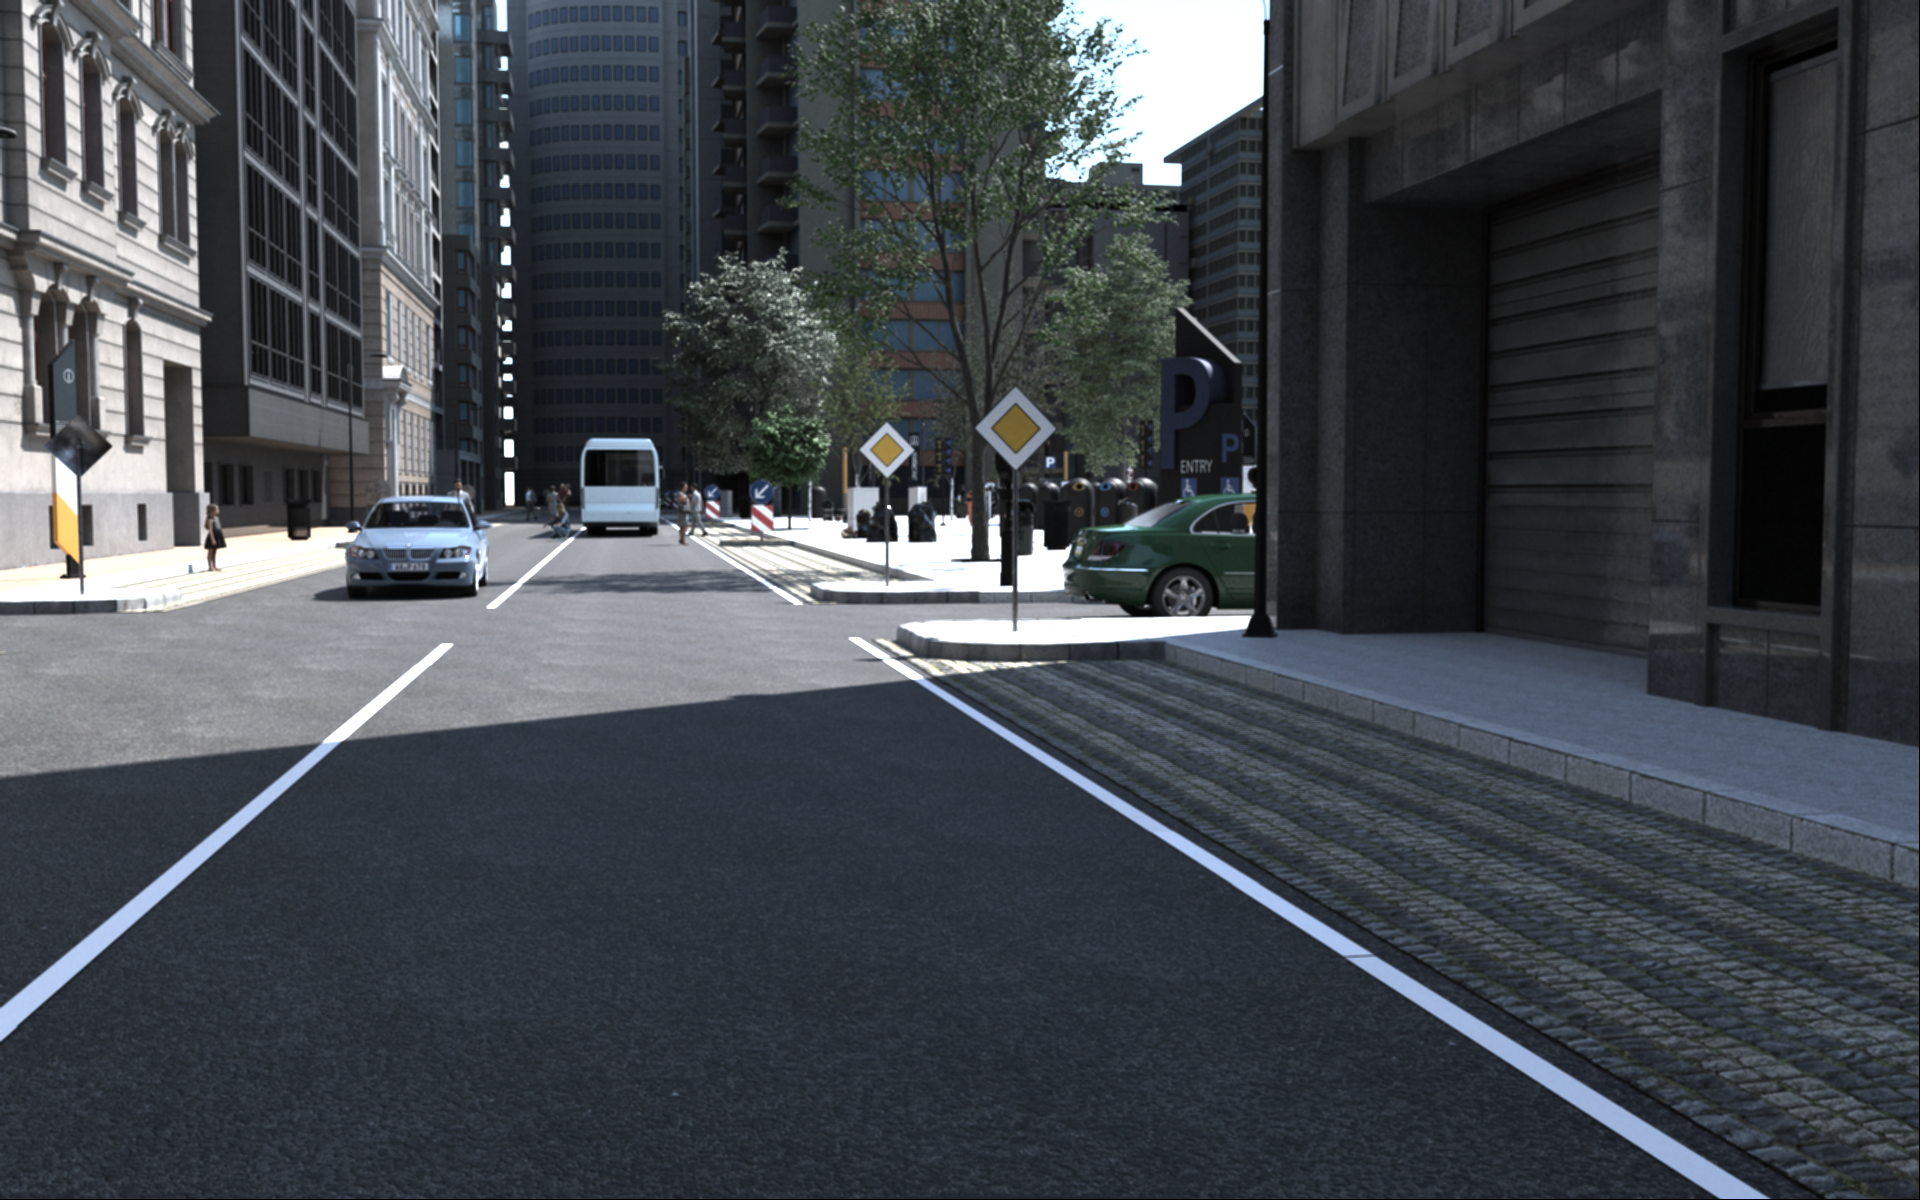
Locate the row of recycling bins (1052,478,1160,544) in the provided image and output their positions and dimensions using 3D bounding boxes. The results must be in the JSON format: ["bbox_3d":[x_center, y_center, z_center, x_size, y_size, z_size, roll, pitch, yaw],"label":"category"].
[{"bbox_3d":[4.216,-2.268,44.193,3.534,1.692,1.069,2,4,34],"label":"row of recycling bins"}]

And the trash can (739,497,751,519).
[{"bbox_3d":[-11.208,-4.822,90.489,0.748,1.137,0.748,0,3,0],"label":"trash can"}]

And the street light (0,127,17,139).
[{"bbox_3d":[-12.654,-3.026,22.011,1.470,5.913,1.316,-1,4,-11],"label":"street light"}]

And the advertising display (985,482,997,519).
[{"bbox_3d":[1.635,-5.218,90.533,0.123,1.923,0.974,-2,4,-31],"label":"advertising display"}]

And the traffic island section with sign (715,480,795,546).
[{"bbox_3d":[-5.674,-2.418,48.158,1.989,1.847,2.006,-1,4,-11],"label":"traffic island section with sign"}]

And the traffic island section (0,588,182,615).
[{"bbox_3d":[-11.192,0.015,22.041,2.009,0.180,2.903,-1,4,-11],"label":"traffic island section"}]

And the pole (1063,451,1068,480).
[{"bbox_3d":[5.023,-5.415,82.375,0.158,3.312,0.155,0,3,0],"label":"pole"}]

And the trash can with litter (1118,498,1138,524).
[{"bbox_3d":[2.653,-1.184,30.420,1.678,1.210,2.233,3,4,38],"label":"trash can with litter"}]

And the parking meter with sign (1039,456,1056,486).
[{"bbox_3d":[4.018,-5.184,81.020,0.543,3.016,1.738,-1,4,-11],"label":"parking meter with sign"}]

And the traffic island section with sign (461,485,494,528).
[{"bbox_3d":[-20.853,-3.970,73.533,1.989,1.847,2.006,-1,4,-11],"label":"traffic island section with sign"}]

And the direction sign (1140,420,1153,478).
[{"bbox_3d":[5.731,-3.752,53.334,0.379,3.537,0.876,-1,4,-20],"label":"direction sign"}]

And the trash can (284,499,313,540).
[{"bbox_3d":[-18.445,-2.243,48.327,0.748,1.137,0.748,0,3,0],"label":"trash can"}]

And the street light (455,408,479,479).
[{"bbox_3d":[-26.487,-7.366,92.969,1.470,5.913,1.316,-1,4,-11],"label":"street light"}]

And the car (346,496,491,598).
[{"bbox_3d":[-7.947,-0.831,25.585,2.014,1.417,4.499,-1,4,-13],"label":"car"}]

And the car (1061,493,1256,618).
[{"bbox_3d":[3.622,-0.486,19.743,4.920,1.459,2.131,-1,4,-9],"label":"car"}]

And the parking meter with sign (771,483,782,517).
[{"bbox_3d":[-10.389,-6.231,98.144,0.543,3.016,1.738,0,4,3],"label":"parking meter with sign"}]

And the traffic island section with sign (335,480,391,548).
[{"bbox_3d":[-15.633,-2.323,46.603,1.989,1.847,2.006,-1,4,-11],"label":"traffic island section with sign"}]

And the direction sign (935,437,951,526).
[{"bbox_3d":[-0.669,-4.731,69.342,0.379,3.537,0.876,3,5,44],"label":"direction sign"}]

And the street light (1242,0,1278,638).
[{"bbox_3d":[2.178,-2.619,15.369,1.470,5.913,1.316,-1,4,-11],"label":"street light"}]

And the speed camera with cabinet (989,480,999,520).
[{"bbox_3d":[1.570,-5.650,86.711,2.038,3.252,0.660,0,4,-4],"label":"speed camera with cabinet"}]

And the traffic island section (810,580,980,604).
[{"bbox_3d":[-0.989,-0.106,24.007,2.009,0.180,2.903,-1,4,-11],"label":"traffic island section"}]

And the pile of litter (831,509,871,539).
[{"bbox_3d":[-2.956,-2.217,50.216,1.719,0.858,1.176,-1,4,-20],"label":"pile of litter"}]

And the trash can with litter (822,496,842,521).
[{"bbox_3d":[-6.094,-4.383,83.043,1.055,1.170,0.624,1,4,14],"label":"trash can with litter"}]

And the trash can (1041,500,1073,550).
[{"bbox_3d":[2.230,-1.727,39.890,0.748,1.137,0.748,0,3,0],"label":"trash can"}]

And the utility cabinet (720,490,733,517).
[{"bbox_3d":[-12.753,-5.258,94.654,0.318,1.500,1.173,-2,4,-26],"label":"utility cabinet"}]

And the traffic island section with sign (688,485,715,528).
[{"bbox_3d":[-10.812,-4.036,74.621,1.989,1.847,2.006,-1,4,-11],"label":"traffic island section with sign"}]

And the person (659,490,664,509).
[{"bbox_3d":[-28.402,-9.527,164.136,0.709,1.838,0.599,2,4,33],"label":"person"}]

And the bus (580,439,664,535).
[{"bbox_3d":[-12.419,-4.230,64.017,2.948,3.499,13.247,-1,4,-10],"label":"bus"}]

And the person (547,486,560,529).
[{"bbox_3d":[-16.768,-3.852,71.845,0.716,1.782,0.532,0,4,-3],"label":"person"}]

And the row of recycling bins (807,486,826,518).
[{"bbox_3d":[-7.697,-5.244,92.846,1.069,1.692,3.534,0,4,-6],"label":"row of recycling bins"}]

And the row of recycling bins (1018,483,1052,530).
[{"bbox_3d":[3.649,-3.376,62.316,3.534,1.692,1.069,2,4,30],"label":"row of recycling bins"}]

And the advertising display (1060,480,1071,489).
[{"bbox_3d":[5.177,-4.633,80.963,0.974,1.923,0.123,1,4,13],"label":"advertising display"}]

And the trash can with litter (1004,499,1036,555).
[{"bbox_3d":[1.284,-1.534,36.464,0.624,1.170,1.055,0,4,7],"label":"trash can with litter"}]

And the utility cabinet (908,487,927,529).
[{"bbox_3d":[-1.295,-2.681,52.515,0.318,1.500,1.173,1,4,12],"label":"utility cabinet"}]

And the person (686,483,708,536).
[{"bbox_3d":[-8.933,-3.050,58.639,0.850,1.792,0.678,1,4,10],"label":"person"}]

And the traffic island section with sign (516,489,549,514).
[{"bbox_3d":[-30.360,-6.969,122.566,1.989,1.847,2.006,-1,4,-11],"label":"traffic island section with sign"}]

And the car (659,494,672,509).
[{"bbox_3d":[-27.610,-9.273,160.411,1.959,1.807,4.718,-1,4,-11],"label":"car"}]

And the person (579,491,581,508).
[{"bbox_3d":[-32.346,-8.511,148.435,0.721,1.735,1.217,-2,4,-30],"label":"person"}]

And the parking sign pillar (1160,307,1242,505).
[{"bbox_3d":[3.398,-2.204,24.509,1.447,3.967,1.447,-2,4,-32],"label":"parking sign pillar"}]

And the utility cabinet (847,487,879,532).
[{"bbox_3d":[-3.218,-2.983,57.446,0.318,1.500,1.173,3,5,44],"label":"utility cabinet"}]

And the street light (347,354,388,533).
[{"bbox_3d":[-19.596,-5.185,57.321,1.470,5.913,1.316,-1,4,-11],"label":"street light"}]

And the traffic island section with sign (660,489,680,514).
[{"bbox_3d":[-20.404,-7.060,124.056,1.989,1.847,2.006,-1,4,-11],"label":"traffic island section with sign"}]

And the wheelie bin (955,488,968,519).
[{"bbox_3d":[0.090,-5.072,90.836,0.693,1.594,0.980,0,4,-1],"label":"wheelie bin"}]

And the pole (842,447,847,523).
[{"bbox_3d":[-5.033,-5.006,75.684,0.158,3.312,0.155,0,3,0],"label":"pole"}]

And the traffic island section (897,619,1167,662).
[{"bbox_3d":[0.531,0.374,16.168,2.009,0.180,2.903,-1,4,-11],"label":"traffic island section"}]
